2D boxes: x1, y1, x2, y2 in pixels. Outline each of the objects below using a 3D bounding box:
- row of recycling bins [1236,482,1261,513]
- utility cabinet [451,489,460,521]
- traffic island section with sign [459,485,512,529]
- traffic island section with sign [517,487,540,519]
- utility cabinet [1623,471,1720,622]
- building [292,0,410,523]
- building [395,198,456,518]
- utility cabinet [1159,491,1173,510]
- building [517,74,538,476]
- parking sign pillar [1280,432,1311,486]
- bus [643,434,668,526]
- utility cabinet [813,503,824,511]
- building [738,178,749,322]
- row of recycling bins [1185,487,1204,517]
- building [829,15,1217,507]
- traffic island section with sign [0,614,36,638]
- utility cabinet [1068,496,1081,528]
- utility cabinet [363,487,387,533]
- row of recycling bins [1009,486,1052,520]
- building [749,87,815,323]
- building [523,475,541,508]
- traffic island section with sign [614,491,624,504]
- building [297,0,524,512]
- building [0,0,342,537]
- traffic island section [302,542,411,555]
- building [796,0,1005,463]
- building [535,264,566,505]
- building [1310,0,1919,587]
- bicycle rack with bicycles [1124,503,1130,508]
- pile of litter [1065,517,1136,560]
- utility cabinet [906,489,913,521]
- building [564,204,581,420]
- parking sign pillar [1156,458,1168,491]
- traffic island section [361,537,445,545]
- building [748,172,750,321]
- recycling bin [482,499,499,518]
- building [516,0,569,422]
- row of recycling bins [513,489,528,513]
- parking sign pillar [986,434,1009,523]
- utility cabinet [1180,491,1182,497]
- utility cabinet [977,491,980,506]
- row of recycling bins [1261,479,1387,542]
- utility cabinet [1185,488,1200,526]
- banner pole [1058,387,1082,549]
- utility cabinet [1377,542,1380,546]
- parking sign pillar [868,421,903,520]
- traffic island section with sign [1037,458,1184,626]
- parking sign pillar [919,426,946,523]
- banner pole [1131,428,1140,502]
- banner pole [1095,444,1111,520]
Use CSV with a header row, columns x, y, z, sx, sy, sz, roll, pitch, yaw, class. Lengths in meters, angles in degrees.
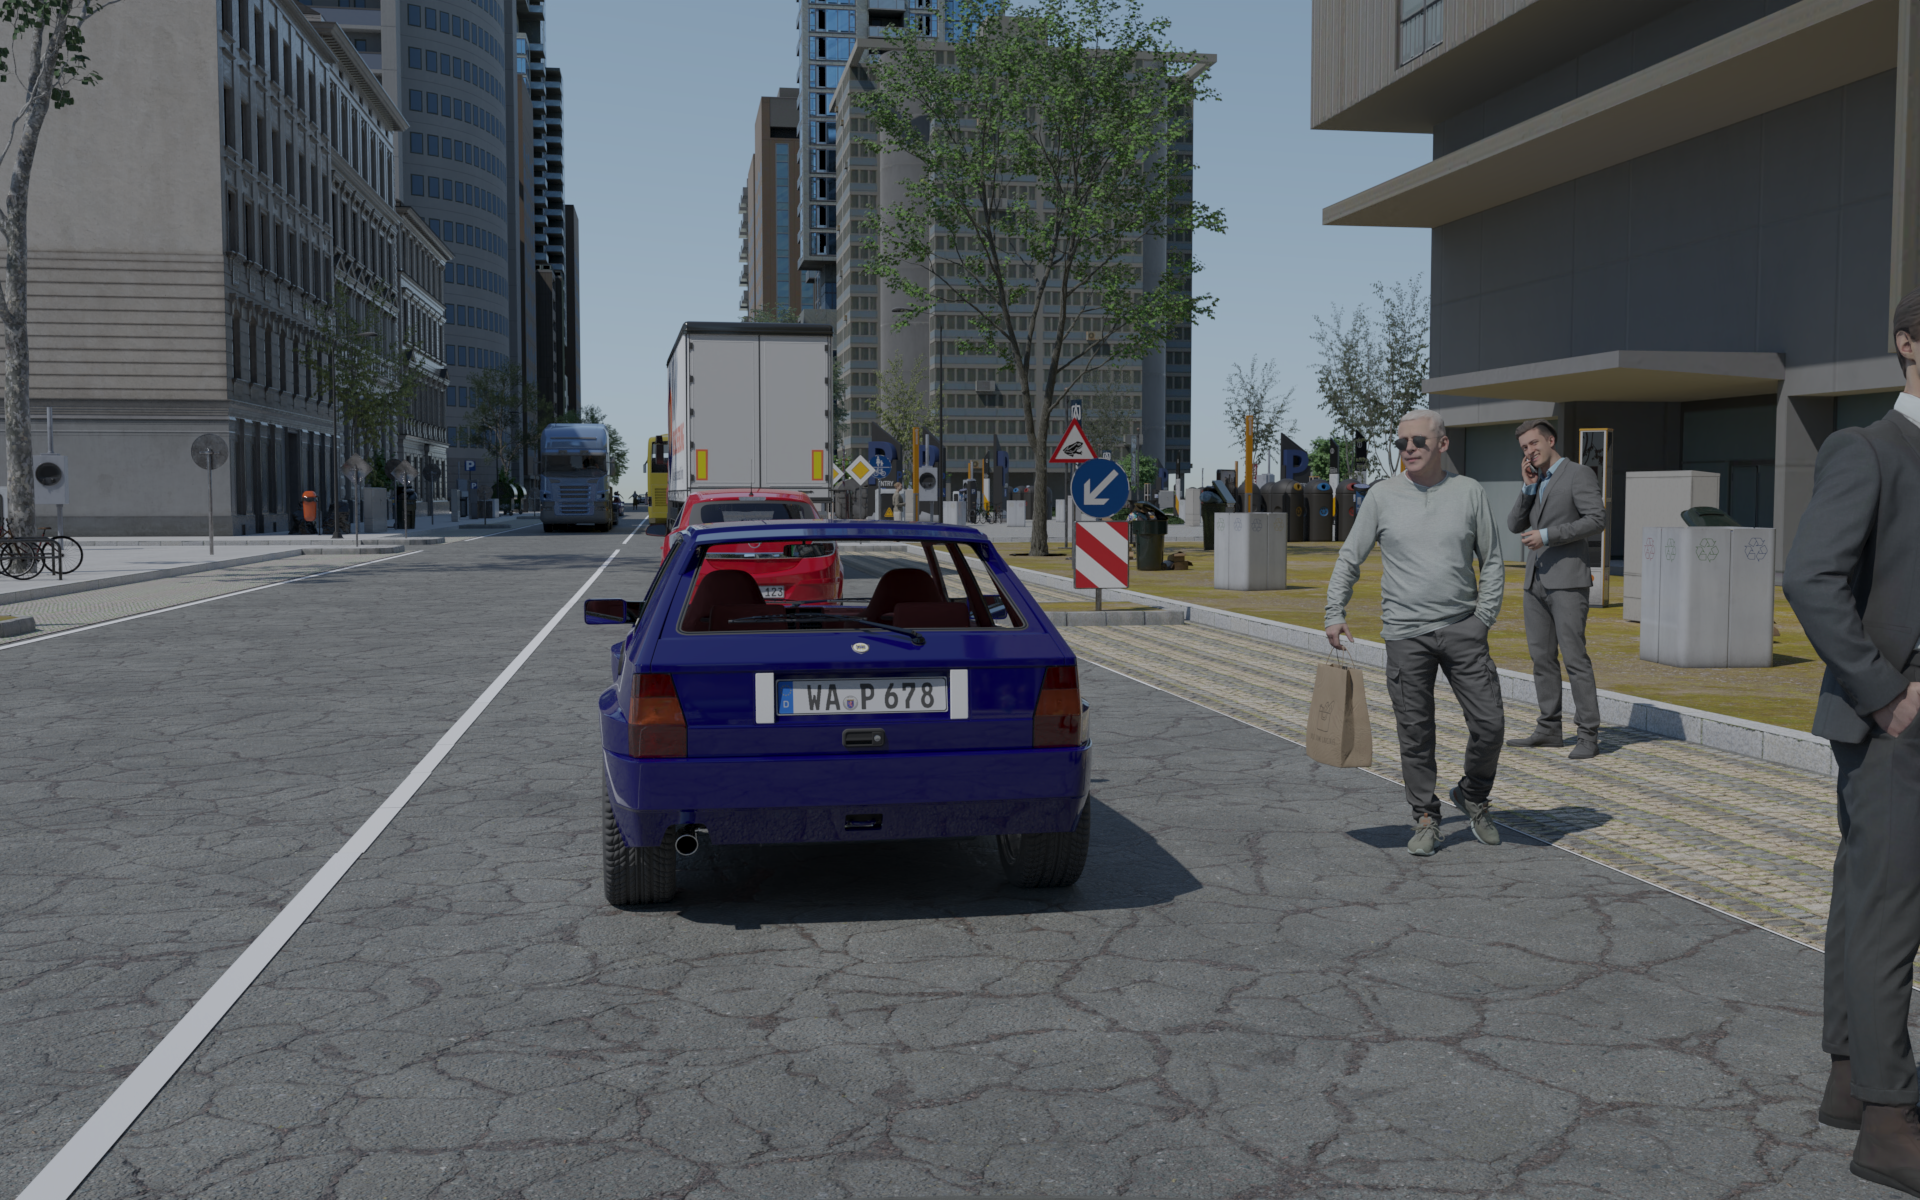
x,y,z,sx,sy,sz,roll,pitch,yaw,class
10.063,-3.117,58.078,3.534,1.692,1.069,-2,4,-23,row of recycling bins
-23.435,-4.392,80.493,0.318,1.500,1.173,-1,4,-11,utility cabinet
-19.758,-3.885,72.143,1.989,1.847,2.006,-1,4,-10,traffic island section with sign
-24.310,-5.537,99.163,1.989,1.847,2.006,-1,4,-10,traffic island section with sign
6.922,-0.501,16.865,0.318,1.500,1.173,-1,4,-8,utility cabinet
-31.975,-15.266,78.483,11.050,23.489,19.941,-1,4,-10,building
-35.444,-14.356,99.342,10.561,19.102,19.286,-1,4,-10,building
13.660,-6.520,115.273,1.173,1.500,0.318,-2,4,-24,utility cabinet
-51.859,-32.443,180.556,14.600,45.320,14.200,-1,4,-10,building
14.706,-5.349,75.922,1.447,3.967,1.447,-1,4,-19,parking sign pillar
-11.209,-4.753,69.252,2.896,3.916,12.252,-1,4,-10,bus
-6.888,-4.317,81.744,1.020,1.237,0.306,2,4,29,utility cabinet
-19.917,-38.329,246.287,23.786,49.044,30.456,-1,4,-10,building
14.019,-5.637,99.278,1.069,1.692,3.534,-1,4,-21,row of recycling bins
2.499,-27.716,145.044,32.217,40.220,23.993,-1,4,-10,building
-10.515,-0.533,17.345,1.989,1.847,2.006,-1,4,-10,traffic island section with sign
4.258,-3.286,64.892,0.306,1.237,1.020,-1,4,-15,utility cabinet
-19.339,-2.976,57.333,0.318,1.500,1.173,0,4,4,utility cabinet
3.297,-4.874,86.807,1.069,1.692,3.534,-3,5,-40,row of recycling bins
-15.396,-33.182,192.640,14.600,45.320,14.200,-1,4,-10,building
-56.220,-28.671,160.650,32.217,40.220,23.993,-1,4,-10,building
-50.771,-15.131,256.016,1.989,1.847,2.006,-1,4,-10,traffic island section with sign
-46.310,-36.255,134.772,21.231,58.520,28.212,-1,4,-10,building
-28.077,-12.878,59.710,9.793,20.994,18.267,-1,4,-10,building
-14.682,-1.213,42.121,2.009,0.180,2.903,-1,4,-10,traffic island section
-7.237,-52.425,169.826,22.319,86.520,31.000,-1,4,-10,building
-56.370,-27.058,214.098,14.160,30.474,14.107,-1,4,-10,building
22.443,-26.557,23.441,28.713,52.752,27.495,-1,4,-10,building
10.269,-6.514,119.888,2.852,0.926,2.925,-1,4,-23,bicycle rack with bicycles
2.920,-1.223,33.959,1.719,0.858,1.176,0,4,3,pile of litter
-2.170,-4.458,81.560,0.318,1.500,1.173,-3,5,-42,utility cabinet
-64.138,-37.234,258.884,14.600,45.320,14.200,-1,4,-10,building
15.224,-8.678,130.357,1.447,3.967,1.447,2,4,32,parking sign pillar
-16.010,-1.695,49.995,2.009,0.180,2.903,-1,4,-10,traffic island section
-19.936,-35.066,223.441,14.600,45.320,14.200,-1,4,-10,building
-24.967,-4.865,92.089,0.722,1.027,0.722,0,4,2,recycling bin
-63.695,-56.401,234.826,22.319,86.520,31.000,-1,4,-10,building
-30.552,-6.923,120.306,1.069,1.692,3.534,-1,4,-20,row of recycling bins
1.859,-5.498,78.357,1.447,3.967,1.447,1,4,15,parking sign pillar
15.333,-6.946,122.253,0.318,1.500,1.173,2,4,28,utility cabinet
1.055,-7.351,128.866,0.318,1.500,1.173,-2,4,-34,utility cabinet
10.056,-2.418,46.648,3.534,1.692,1.069,-1,4,-10,row of recycling bins
9.301,-3.697,69.121,0.318,1.500,1.173,0,4,-7,utility cabinet
2.617,-3.086,40.467,0.401,3.779,0.863,-2,4,-30,banner pole
10.718,-1.919,42.546,0.306,1.237,1.020,-2,4,-33,utility cabinet
-2.765,-4.613,63.889,1.447,3.967,1.447,2,4,33,parking sign pillar
1.297,-0.671,19.595,1.989,1.847,2.006,-1,4,-10,traffic island section with sign
-1.121,-4.887,68.369,1.447,3.967,1.447,-3,5,-40,parking sign pillar
6.598,-4.594,65.124,0.401,3.779,0.863,2,4,31,banner pole
7.191,-5.913,86.701,0.863,3.779,0.401,1,4,20,banner pole
